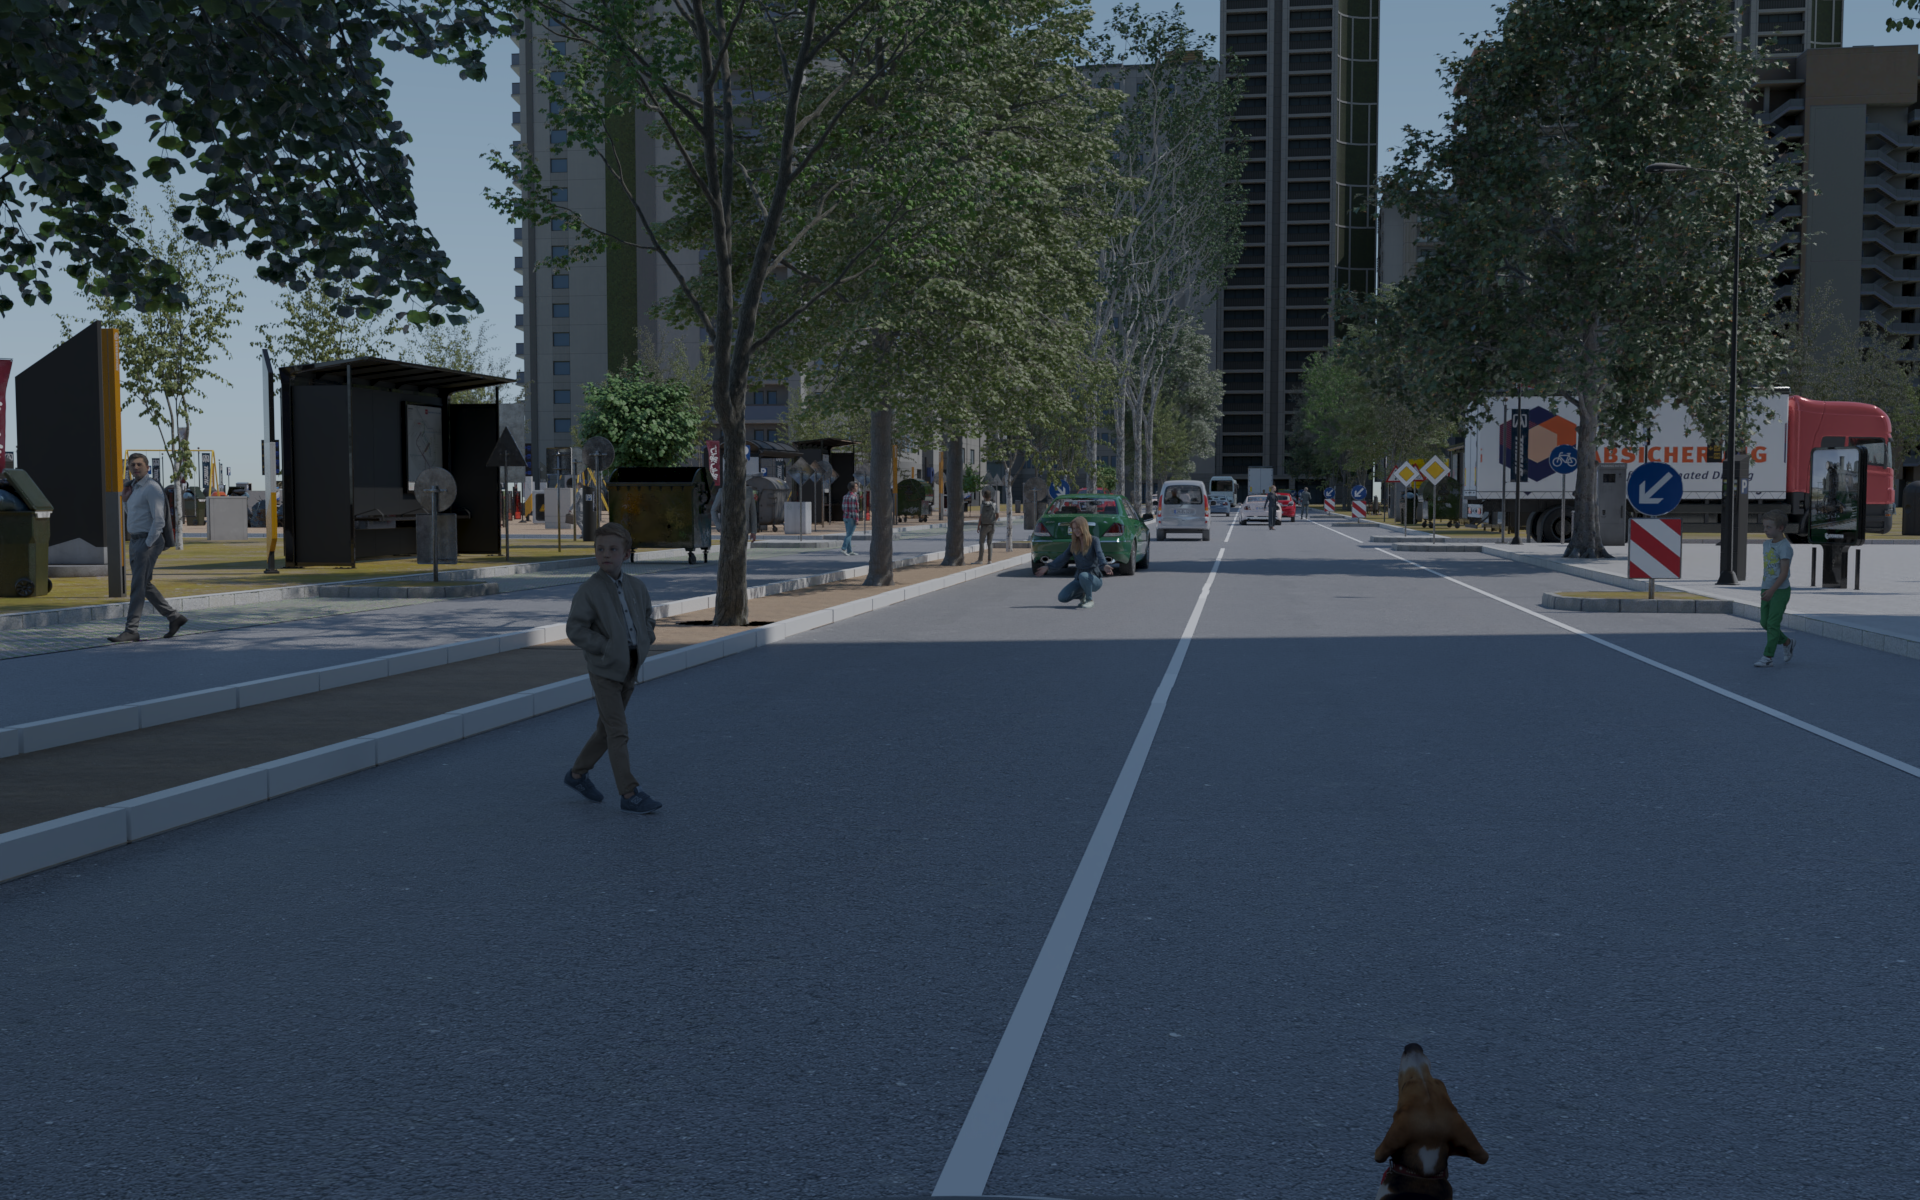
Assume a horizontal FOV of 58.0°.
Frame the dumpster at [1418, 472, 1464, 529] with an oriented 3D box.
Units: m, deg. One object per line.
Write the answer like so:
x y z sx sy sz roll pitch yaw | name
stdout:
18.109 -3.838 65.245 1.502 2.255 1.985 1 4 9 | dumpster

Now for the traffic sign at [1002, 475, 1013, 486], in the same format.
3.087 -6.876 112.527 0.768 2.556 0.104 1 4 10 | traffic sign

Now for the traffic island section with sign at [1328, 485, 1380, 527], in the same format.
17.448 -4.147 76.437 1.989 1.847 2.006 1 4 9 | traffic island section with sign

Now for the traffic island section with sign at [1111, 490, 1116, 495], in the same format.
13.899 -8.988 155.589 1.989 1.847 2.006 1 4 9 | traffic island section with sign

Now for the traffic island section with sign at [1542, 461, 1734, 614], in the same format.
8.449 -0.806 21.804 1.989 1.847 2.006 1 4 9 | traffic island section with sign

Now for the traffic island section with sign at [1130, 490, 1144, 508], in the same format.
18.290 -10.615 182.185 1.989 1.847 2.006 1 4 9 | traffic island section with sign

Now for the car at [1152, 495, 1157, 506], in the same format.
20.851 -10.412 182.600 2.083 1.381 4.827 1 4 9 | car

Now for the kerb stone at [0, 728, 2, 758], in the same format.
-5.287 0.808 8.980 0.120 0.150 1.000 1 4 9 | kerb stone

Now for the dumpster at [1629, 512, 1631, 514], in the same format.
20.340 -3.183 54.534 1.502 2.255 1.985 1 4 9 | dumpster

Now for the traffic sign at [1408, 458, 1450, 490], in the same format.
26.395 -6.346 97.628 2.265 3.308 0.079 1 4 13 | traffic sign

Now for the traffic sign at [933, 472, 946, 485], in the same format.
-1.139 -5.939 97.201 0.768 2.556 0.104 1 4 19 | traffic sign

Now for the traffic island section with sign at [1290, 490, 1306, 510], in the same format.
30.074 -8.833 153.046 1.989 1.847 2.006 1 4 9 | traffic island section with sign

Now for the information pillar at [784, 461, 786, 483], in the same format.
-11.145 -7.227 109.519 0.183 3.616 0.504 1 4 17 | information pillar

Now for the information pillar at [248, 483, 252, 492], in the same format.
-47.862 -6.861 116.673 0.304 2.012 0.304 -2 4 -30 | information pillar

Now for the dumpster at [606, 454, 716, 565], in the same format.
-6.126 -1.866 35.465 1.985 2.255 1.502 1 4 10 | dumpster

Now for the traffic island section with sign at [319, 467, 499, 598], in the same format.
-7.694 -0.977 24.607 1.989 1.847 2.006 1 4 9 | traffic island section with sign

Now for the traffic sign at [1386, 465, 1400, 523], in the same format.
19.482 -4.738 77.470 0.884 2.594 0.081 1 4 16 | traffic sign

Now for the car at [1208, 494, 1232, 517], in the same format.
16.356 -6.029 110.570 2.014 1.417 4.499 1 4 9 | car

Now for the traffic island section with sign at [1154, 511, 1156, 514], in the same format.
15.354 -7.310 127.656 2.006 1.907 1.989 1 4 9 | traffic island section with sign

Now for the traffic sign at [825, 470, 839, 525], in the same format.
-5.364 -4.291 71.336 0.795 2.450 0.064 1 4 12 | traffic sign

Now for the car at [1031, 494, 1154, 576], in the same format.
2.459 -1.236 32.011 2.131 1.459 4.920 1 4 11 | car

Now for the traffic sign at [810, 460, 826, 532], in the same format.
-4.933 -3.537 59.012 0.795 2.450 0.064 1 4 15 | traffic sign

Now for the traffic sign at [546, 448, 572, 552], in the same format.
-8.839 -2.205 38.174 0.606 2.300 0.079 1 4 13 | traffic sign

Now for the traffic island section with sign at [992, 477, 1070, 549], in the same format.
1.930 -2.328 46.205 2.006 1.907 1.989 1 4 9 | traffic island section with sign

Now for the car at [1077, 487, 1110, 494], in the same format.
7.545 -5.497 98.555 2.281 1.827 5.304 1 4 11 | car

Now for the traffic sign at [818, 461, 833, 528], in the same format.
-5.222 -4.027 65.950 0.768 2.556 0.104 1 4 16 | traffic sign

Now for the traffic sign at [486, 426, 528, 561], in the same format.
-8.719 -2.036 33.301 0.884 2.594 0.081 1 4 16 | traffic sign

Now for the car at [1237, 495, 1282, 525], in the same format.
14.003 -4.187 80.815 2.083 1.381 4.827 0 4 8 | car

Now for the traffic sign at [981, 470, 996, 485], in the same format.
1.548 -5.817 95.108 0.884 2.594 0.081 1 4 10 | traffic sign

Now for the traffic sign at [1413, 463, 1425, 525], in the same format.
18.954 -4.414 72.165 0.884 2.594 0.081 1 4 17 | traffic sign

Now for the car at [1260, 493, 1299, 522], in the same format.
16.468 -4.934 89.708 2.155 1.783 4.494 1 4 11 | car

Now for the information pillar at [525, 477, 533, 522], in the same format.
-20.136 -5.471 80.798 0.504 3.616 0.183 3 4 37 | information pillar

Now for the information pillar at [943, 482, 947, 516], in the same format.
-0.904 -5.809 99.467 0.304 2.012 0.304 -2 4 -30 | information pillar

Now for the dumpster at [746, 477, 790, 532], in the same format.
-6.613 -3.254 58.969 1.264 1.857 1.865 1 4 10 | dumpster

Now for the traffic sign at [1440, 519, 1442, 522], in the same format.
21.808 -4.791 78.447 0.768 2.556 0.104 1 4 19 | traffic sign

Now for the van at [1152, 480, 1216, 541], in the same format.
7.024 -2.893 54.308 2.013 2.044 4.112 1 4 8 | van

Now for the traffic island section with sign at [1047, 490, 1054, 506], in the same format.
5.681 -5.937 105.696 1.989 1.847 2.006 1 4 9 | traffic island section with sign

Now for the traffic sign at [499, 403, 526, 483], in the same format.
-10.846 -2.763 39.046 2.265 3.308 0.079 1 4 14 | traffic sign

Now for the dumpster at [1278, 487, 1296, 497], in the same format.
36.715 -11.601 194.624 1.985 2.255 1.502 1 4 9 | dumpster

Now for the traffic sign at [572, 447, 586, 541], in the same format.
-10.528 -2.885 47.275 0.768 2.556 0.104 1 4 15 | traffic sign

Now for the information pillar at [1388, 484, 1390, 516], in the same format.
24.678 -5.781 99.006 0.304 2.012 0.304 -3 5 -44 | information pillar

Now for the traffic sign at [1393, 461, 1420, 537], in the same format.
13.411 -2.963 52.092 0.795 2.450 0.064 1 4 9 | traffic sign

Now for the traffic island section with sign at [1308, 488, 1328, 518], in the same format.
21.837 -5.774 103.034 1.989 1.847 2.006 1 4 9 | traffic island section with sign

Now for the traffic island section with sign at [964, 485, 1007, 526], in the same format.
1.289 -4.310 79.100 1.989 1.847 2.006 1 4 9 | traffic island section with sign

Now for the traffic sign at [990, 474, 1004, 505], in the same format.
2.315 -6.663 108.936 0.884 2.594 0.081 1 4 19 | traffic sign

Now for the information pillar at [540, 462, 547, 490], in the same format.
-29.872 -8.122 124.145 0.504 3.616 0.183 0 4 3 | information pillar

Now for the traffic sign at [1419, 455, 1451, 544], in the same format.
12.112 -2.481 44.213 0.795 2.450 0.064 1 4 9 | traffic sign

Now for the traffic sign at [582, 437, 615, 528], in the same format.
-8.018 -2.339 38.346 0.768 2.556 0.104 1 4 11 | traffic sign

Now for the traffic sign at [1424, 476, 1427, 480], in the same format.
26.441 -5.941 97.247 0.768 2.556 0.104 1 4 11 | traffic sign

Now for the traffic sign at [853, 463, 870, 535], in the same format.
-3.010 -3.129 54.809 0.795 2.450 0.064 1 4 9 | traffic sign

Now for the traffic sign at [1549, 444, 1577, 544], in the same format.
15.484 -2.711 44.427 0.768 2.556 0.104 1 4 11 | traffic sign

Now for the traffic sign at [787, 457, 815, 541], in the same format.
-4.308 -2.648 46.930 0.795 2.450 0.064 1 4 9 | traffic sign

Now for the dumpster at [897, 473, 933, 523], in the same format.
-2.120 -4.627 78.141 1.502 2.255 1.985 1 4 9 | dumpster

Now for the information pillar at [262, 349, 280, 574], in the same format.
-11.072 -2.228 27.784 0.183 3.616 0.504 -2 4 -32 | information pillar
